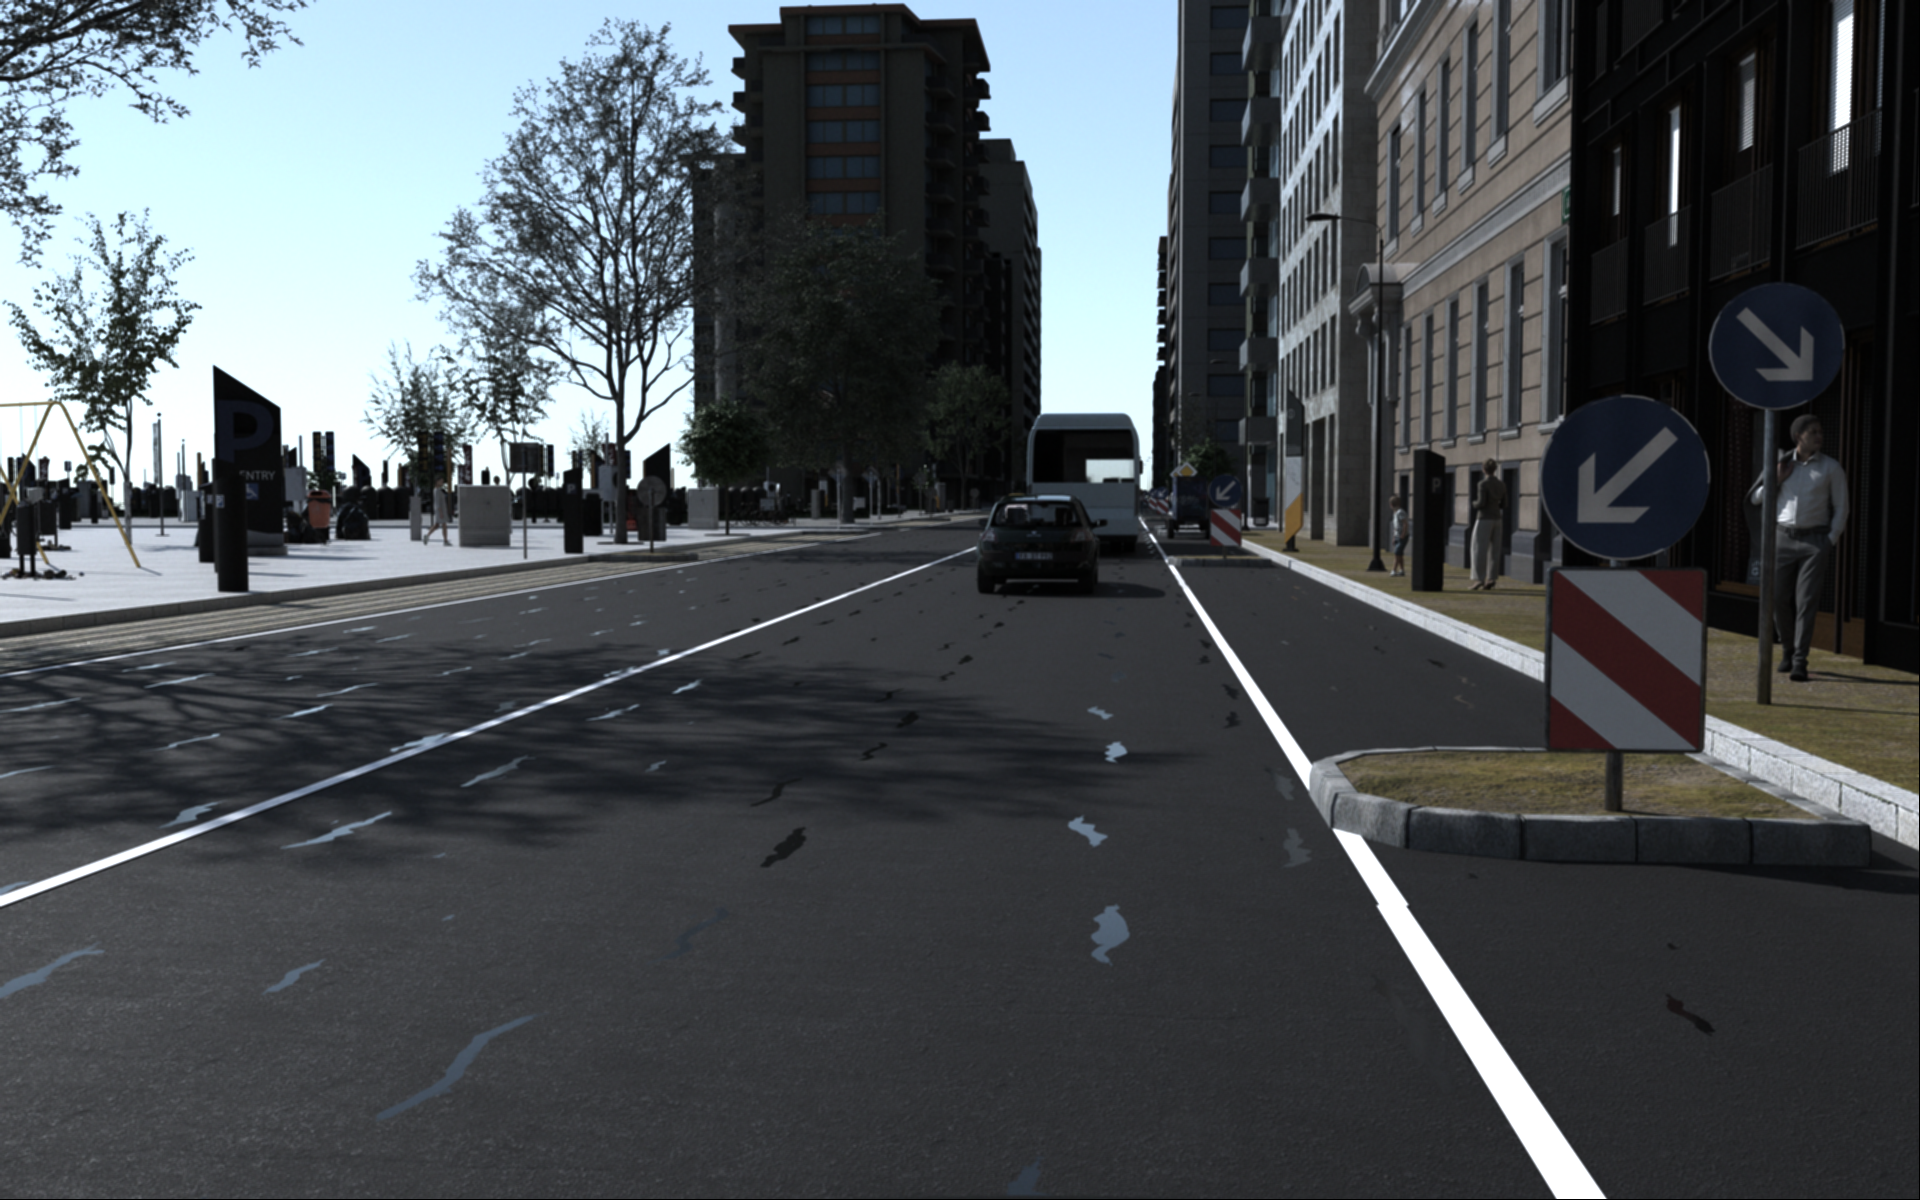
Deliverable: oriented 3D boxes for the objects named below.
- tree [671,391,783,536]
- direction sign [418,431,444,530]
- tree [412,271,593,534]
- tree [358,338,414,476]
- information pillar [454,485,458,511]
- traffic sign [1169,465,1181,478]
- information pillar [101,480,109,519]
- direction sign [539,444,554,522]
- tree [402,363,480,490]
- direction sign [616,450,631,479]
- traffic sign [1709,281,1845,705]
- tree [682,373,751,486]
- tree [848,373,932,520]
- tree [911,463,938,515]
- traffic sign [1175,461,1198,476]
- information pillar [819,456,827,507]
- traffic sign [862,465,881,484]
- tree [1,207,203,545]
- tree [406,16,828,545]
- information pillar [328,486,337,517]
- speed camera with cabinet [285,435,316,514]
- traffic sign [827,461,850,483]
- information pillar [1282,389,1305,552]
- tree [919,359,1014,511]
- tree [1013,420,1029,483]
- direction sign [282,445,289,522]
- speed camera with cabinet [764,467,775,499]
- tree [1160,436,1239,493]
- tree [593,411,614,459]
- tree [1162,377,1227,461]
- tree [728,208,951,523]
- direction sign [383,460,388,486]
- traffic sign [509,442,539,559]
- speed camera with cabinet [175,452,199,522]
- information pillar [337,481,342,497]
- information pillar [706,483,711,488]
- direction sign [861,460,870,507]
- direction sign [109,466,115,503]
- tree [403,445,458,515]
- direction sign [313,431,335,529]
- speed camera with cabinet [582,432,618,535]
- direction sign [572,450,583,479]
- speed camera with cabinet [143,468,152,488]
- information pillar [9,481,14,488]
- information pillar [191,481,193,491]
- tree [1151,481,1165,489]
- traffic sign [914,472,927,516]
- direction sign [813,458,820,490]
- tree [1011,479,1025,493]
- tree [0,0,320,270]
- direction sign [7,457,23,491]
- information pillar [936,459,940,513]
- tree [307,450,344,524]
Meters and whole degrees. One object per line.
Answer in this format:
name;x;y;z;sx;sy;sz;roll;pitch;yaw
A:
tree;-7.300;-4.279;53.670;4.285;4.588;4.351;0;3;0
direction sign;-19.083;-4.314;62.530;0.876;3.537;0.379;-1;4;-18
tree;-14.605;-6.436;55.593;4.360;8.622;3.978;0;3;0
tree;-25.578;-7.979;80.821;4.360;8.622;3.978;0;3;0
information pillar;-39.277;-7.996;135.229;0.304;2.012;0.304;0;4;8
traffic sign;8.661;-4.042;68.282;0.795;2.593;0.064;0;4;5
information pillar;-43.608;-5.126;88.305;0.304;2.012;0.304;-2;4;-29
direction sign;-18.866;-5.315;78.900;0.379;3.537;0.876;3;5;43
tree;-29.423;-9.039;98.148;4.737;8.622;4.395;0;3;0
direction sign;-17.402;-5.950;89.286;0.876;3.537;0.379;0;4;2
traffic sign;4.911;-0.636;10.501;0.768;2.556;0.104;1;4;10
tree;-14.544;-9.340;103.078;4.360;8.622;3.978;0;3;0
tree;-3.811;-8.324;86.457;4.360;8.622;3.978;0;3;0
tree;-2.229;-6.856;106.693;1.663;3.219;1.824;0;3;0
traffic sign;7.908;-3.556;60.332;0.795;2.593;0.064;0;4;5
information pillar;-8.476;-7.089;107.258;0.504;3.616;0.183;-1;4;-12
traffic sign;-3.576;-4.114;69.457;0.795;2.593;0.064;0;4;5
tree;-21.405;-5.716;43.825;4.737;8.622;4.395;0;3;0
tree;-8.561;-8.176;44.054;12.009;13.543;11.850;0;3;0
information pillar;-35.204;-5.645;96.790;0.304;2.012;0.304;0;4;-3
speed camera with cabinet;-22.414;-3.948;58.892;0.660;3.252;2.038;0;4;-7
traffic sign;-4.329;-3.628;61.508;0.795;2.593;0.064;0;4;5
information pillar;7.413;-2.878;38.406;0.183;3.616;0.504;-3;4;-36
tree;0.387;-12.645;132.493;9.928;11.665;9.643;0;3;0
tree;7.277;-17.309;217.416;8.767;10.594;7.601;1;4;10
direction sign;-30.924;-5.352;79.508;0.379;3.537;0.876;-3;4;-37
speed camera with cabinet;-14.334;-8.008;125.268;2.038;3.252;0.660;-3;5;-42
tree;13.899;-6.950;97.344;4.285;4.588;4.351;0;3;0
tree;-30.733;-11.894;144.821;4.360;8.622;3.978;0;3;0
tree;14.582;-9.653;108.183;4.360;8.622;3.978;0;3;0
tree;-5.133;-10.408;76.832;9.857;13.997;8.962;0;3;0
direction sign;-38.083;-7.517;114.906;0.379;3.537;0.876;0;4;1
traffic sign;-8.613;-1.965;34.264;0.606;2.300;0.079;0;4;6
speed camera with cabinet;-36.177;-5.305;81.078;0.660;3.252;2.038;-3;4;-37
information pillar;-35.722;-5.811;99.504;0.304;2.012;0.304;0;4;-5
information pillar;-13.869;-6.366;95.446;0.183;3.616;0.504;-2;4;-34
direction sign;-6.230;-7.473;114.183;0.379;3.537;0.876;2;4;34
direction sign;-69.378;-9.159;141.749;0.876;3.537;0.379;3;4;38
tree;-32.427;-7.488;106.145;4.285;4.588;4.351;0;3;0
direction sign;-23.017;-4.325;62.708;0.876;3.537;0.379;1;4;15
speed camera with cabinet;-11.484;-3.705;54.917;0.660;3.252;2.038;2;4;29
direction sign;-19.762;-5.965;89.530;0.876;3.537;0.379;3;5;41
speed camera with cabinet;-62.196;-8.472;132.857;0.660;3.252;2.038;-2;4;-32
information pillar;-69.468;-8.283;126.783;0.183;3.616;0.504;0;4;5
information pillar;-44.054;-5.783;99.046;0.304;2.012;0.304;-2;4;-34
tree;26.475;-14.568;232.793;1.663;3.219;1.824;0;3;0
traffic sign;-2.305;-6.167;100.934;0.768;2.556;0.104;0;4;7
direction sign;-8.942;-7.155;108.983;0.379;3.537;0.876;3;5;42
tree;6.933;-12.643;201.314;1.663;3.219;1.824;0;3;0
tree;-11.588;-6.498;16.613;12.009;13.543;11.850;0;3;0
direction sign;-57.723;-6.966;105.890;0.876;3.537;0.379;0;4;-3
information pillar;-1.510;-7.653;116.487;0.183;3.616;0.504;1;4;21
tree;-27.867;-4.947;75.489;1.663;3.219;1.824;0;3;0
